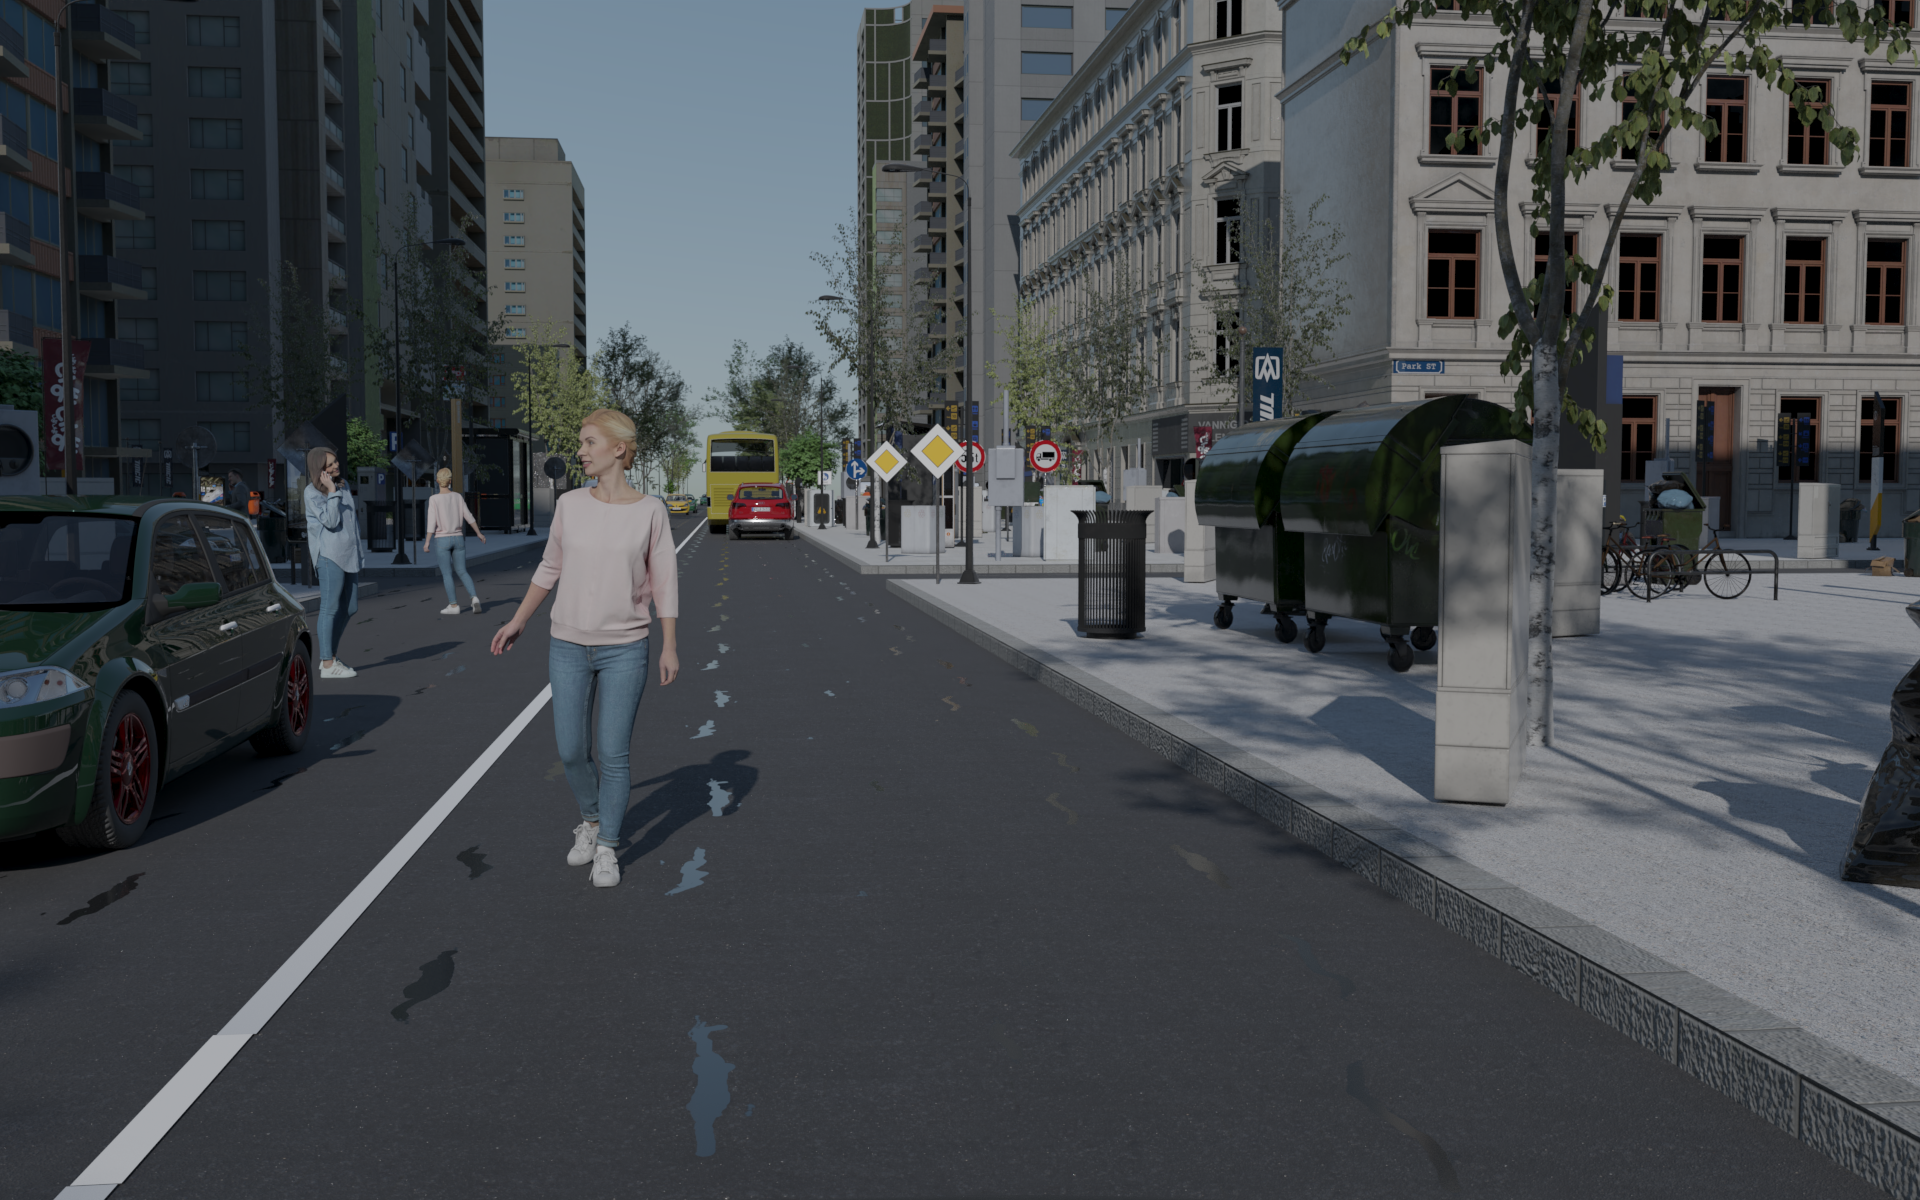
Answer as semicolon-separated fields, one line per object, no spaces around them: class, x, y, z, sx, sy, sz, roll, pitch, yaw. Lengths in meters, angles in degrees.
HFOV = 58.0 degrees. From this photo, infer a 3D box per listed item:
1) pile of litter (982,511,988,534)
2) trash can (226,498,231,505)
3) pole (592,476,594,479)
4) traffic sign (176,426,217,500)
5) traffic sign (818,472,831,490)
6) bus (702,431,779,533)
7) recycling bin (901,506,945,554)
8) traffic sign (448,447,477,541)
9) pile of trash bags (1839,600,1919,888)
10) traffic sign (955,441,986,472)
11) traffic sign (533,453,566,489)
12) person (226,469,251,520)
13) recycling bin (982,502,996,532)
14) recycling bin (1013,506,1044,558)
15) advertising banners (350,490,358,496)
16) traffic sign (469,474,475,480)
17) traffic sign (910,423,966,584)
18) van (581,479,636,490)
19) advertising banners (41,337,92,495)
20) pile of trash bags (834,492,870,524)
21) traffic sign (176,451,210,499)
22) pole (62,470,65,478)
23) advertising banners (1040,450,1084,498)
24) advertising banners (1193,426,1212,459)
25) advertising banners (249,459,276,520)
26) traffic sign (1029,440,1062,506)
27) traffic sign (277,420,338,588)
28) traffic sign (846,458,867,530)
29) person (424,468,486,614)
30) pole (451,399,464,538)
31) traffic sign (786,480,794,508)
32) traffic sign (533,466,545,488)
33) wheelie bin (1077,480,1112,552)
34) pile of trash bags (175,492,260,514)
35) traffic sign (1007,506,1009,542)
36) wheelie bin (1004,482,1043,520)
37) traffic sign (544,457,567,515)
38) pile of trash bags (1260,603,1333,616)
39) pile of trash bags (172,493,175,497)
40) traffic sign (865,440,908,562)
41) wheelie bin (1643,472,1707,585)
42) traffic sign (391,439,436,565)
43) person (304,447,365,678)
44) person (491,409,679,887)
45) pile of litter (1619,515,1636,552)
pile of litter;0.307;-2.613;56.684;1.176;0.858;1.719;0;4;-4
trash can;-27.730;-3.278;65.253;0.748;1.137;0.748;0;3;0
pole;-21.795;-6.669;102.873;0.158;3.312;0.155;0;3;0
traffic sign;-14.279;-1.974;32.387;0.768;2.556;0.104;0;4;2
traffic sign;-6.044;-4.609;77.480;0.606;2.300;0.079;0;4;-5
bus;-8.454;-4.585;66.512;2.896;3.916;12.252;-1;4;-8
recycling bin;-0.796;-1.521;37.418;0.722;1.027;0.722;2;4;30
traffic sign;-13.468;-2.865;46.949;0.768;2.556;0.104;0;4;-7
pile of trash bags;4.397;0.290;5.006;1.912;1.369;3.447;-2;4;-29
traffic sign;0.225;-2.523;41.353;0.768;2.556;0.104;0;4;-2
traffic sign;-20.571;-5.604;85.499;2.265;3.308;0.079;0;3;0
person;-11.802;-1.220;28.246;0.447;1.846;0.655;-1;4;-21
recycling bin;0.932;-2.803;58.377;0.722;1.027;0.722;2;4;24
recycling bin;1.555;-1.399;35.429;0.722;1.027;0.722;-2;4;-33
advertising banners;-22.170;-4.093;63.112;2.074;3.025;0.090;-2;4;-29
traffic sign;-17.890;-3.914;64.103;0.768;2.556;0.104;0;4;-1
traffic sign;-0.320;-1.282;24.610;0.795;2.450;0.064;0;4;-8
van;-9.219;-2.339;45.259;2.013;2.044;4.112;0;4;-8
advertising banners;-10.582;-1.394;18.984;2.074;3.025;0.090;-3;5;-43
pile of trash bags;-4.584;-4.017;75.425;1.912;1.369;3.447;1;4;20
traffic sign;-15.103;-2.086;34.210;0.768;2.556;0.104;0;4;1
pole;-15.915;-2.264;30.861;0.158;3.312;0.155;0;3;0
advertising banners;3.930;-4.395;68.052;2.074;3.025;0.090;-1;4;-21
advertising banners;6.911;-2.937;44.213;2.074;3.025;0.090;2;4;30
advertising banners;-34.746;-5.488;85.910;2.074;3.025;0.090;1;4;17
traffic sign;1.998;-2.479;40.644;0.768;2.556;0.104;0;4;-7
traffic sign;-8.841;-1.214;23.496;0.795;2.450;0.064;0;4;-8
traffic sign;-3.709;-3.791;62.087;0.768;2.556;0.104;0;4;-7
person;-5.955;-0.705;20.691;0.598;1.740;0.731;2;4;32
pole;-10.783;-2.649;37.158;0.158;3.312;0.155;0;3;0
traffic sign;-8.910;-5.662;92.579;0.884;2.594;0.081;0;4;-7
traffic sign;-19.400;-4.848;79.373;0.768;2.556;0.104;0;4;-2
wheelie bin;2.926;-1.876;38.582;0.980;1.594;0.693;2;4;32
pile of trash bags;-29.423;-3.664;69.665;1.912;1.369;3.447;1;4;17
traffic sign;1.291;-2.727;46.716;0.606;2.300;0.079;0;4;-7
wheelie bin;1.705;-2.231;44.380;0.980;1.594;0.693;0;4;7
traffic sign;-13.854;-3.620;59.290;0.768;2.556;0.104;0;4;-7
pile of trash bags;4.706;-0.598;19.535;1.912;1.369;3.447;2;4;28
pile of trash bags;-34.192;-4.236;79.007;3.447;1.369;1.912;0;4;-2
traffic sign;-1.377;-1.767;32.525;0.795;2.450;0.064;0;4;-8
wheelie bin;10.135;-1.021;24.605;0.693;1.594;0.980;0;4;-3
traffic sign;-9.899;-1.698;31.411;0.795;2.450;0.064;0;4;-8
person;-4.912;-0.293;13.550;0.793;1.790;0.793;-2;4;-24
person;-1.394;0.163;6.501;0.731;1.740;0.598;0;4;-2
pile of litter;14.410;-1.514;38.724;1.719;0.858;1.176;-2;4;-24
